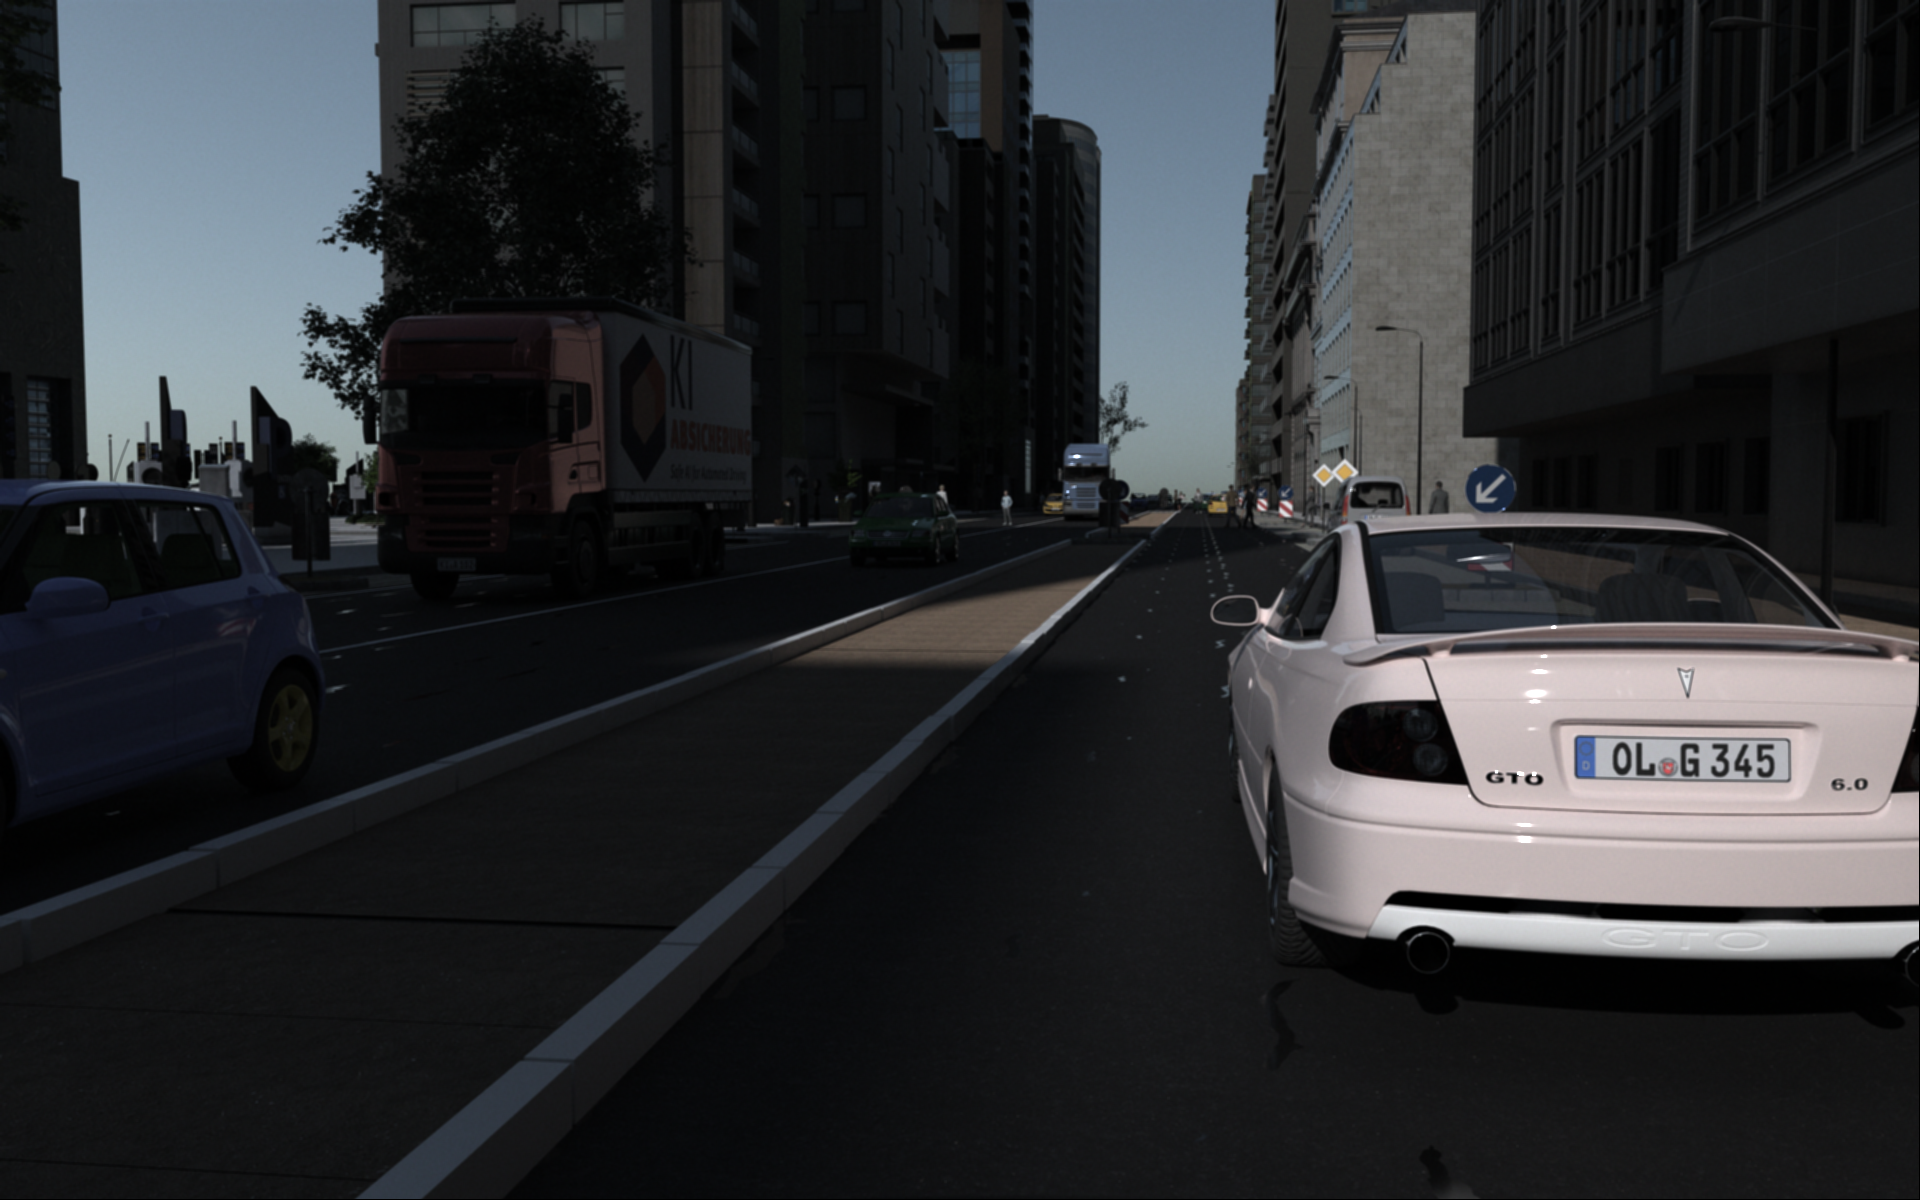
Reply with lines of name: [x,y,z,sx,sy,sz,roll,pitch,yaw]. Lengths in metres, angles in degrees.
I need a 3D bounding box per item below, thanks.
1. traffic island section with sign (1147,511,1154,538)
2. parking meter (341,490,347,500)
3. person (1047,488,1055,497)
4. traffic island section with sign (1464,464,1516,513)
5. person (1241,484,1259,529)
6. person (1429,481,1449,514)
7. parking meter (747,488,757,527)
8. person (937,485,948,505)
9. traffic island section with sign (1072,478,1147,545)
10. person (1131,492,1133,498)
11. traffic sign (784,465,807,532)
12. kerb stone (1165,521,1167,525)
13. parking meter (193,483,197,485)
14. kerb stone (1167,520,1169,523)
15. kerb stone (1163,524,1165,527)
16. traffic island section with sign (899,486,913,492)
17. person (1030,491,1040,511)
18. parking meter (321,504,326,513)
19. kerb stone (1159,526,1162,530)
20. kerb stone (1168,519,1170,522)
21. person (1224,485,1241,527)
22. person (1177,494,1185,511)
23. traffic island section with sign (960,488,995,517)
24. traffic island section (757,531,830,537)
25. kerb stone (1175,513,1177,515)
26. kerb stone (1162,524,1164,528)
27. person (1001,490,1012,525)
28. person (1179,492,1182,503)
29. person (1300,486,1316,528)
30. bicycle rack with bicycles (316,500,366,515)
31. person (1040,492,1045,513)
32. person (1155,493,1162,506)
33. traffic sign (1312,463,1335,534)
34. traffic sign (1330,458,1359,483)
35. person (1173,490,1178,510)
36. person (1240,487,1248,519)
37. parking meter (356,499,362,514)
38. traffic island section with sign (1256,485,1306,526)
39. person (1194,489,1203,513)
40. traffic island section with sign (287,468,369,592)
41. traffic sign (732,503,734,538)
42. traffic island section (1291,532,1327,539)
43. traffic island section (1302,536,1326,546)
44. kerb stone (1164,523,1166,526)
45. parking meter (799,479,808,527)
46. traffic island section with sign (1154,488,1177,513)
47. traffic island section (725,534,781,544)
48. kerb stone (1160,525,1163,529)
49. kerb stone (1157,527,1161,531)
traffic island section with sign: [5.265,-2.984,56.917,2.006,1.907,1.989,0,4,8]
parking meter: [-40.999,-6.541,115.362,0.372,1.533,0.369,0,3,0]
person: [6.552,-7.052,123.894,0.679,1.850,0.850,1,4,18]
traffic island section with sign: [7.061,-0.932,23.866,1.989,1.847,2.006,0,4,8]
person: [12.025,-3.867,71.500,0.755,1.850,0.659,0,4,-4]
person: [14.159,-2.605,51.194,0.694,1.812,0.767,-1,4,-19]
parking meter: [-8.036,-3.572,66.818,0.372,1.533,0.369,0,3,0]
person: [-0.798,-4.226,77.479,0.514,1.842,0.818,0,3,0]
traffic island section with sign: [4.249,-2.535,49.580,2.006,1.907,1.989,0,4,8]
person: [28.632,-17.027,287.804,0.541,1.710,0.530,0,4,6]
traffic sign: [-5.562,-3.366,58.681,0.795,2.450,0.064,0,4,8]
kerb stone: [8.813,-3.238,75.140,0.120,0.150,1.000,0,4,8]
parking meter: [-39.567,-5.141,89.761,0.399,1.863,0.255,0,4,-1]
kerb stone: [9.235,-3.424,78.180,0.120,0.150,1.000,0,4,8]
kerb stone: [7.986,-2.865,69.050,0.120,0.150,1.000,0,4,8]
traffic island section with sign: [-2.553,-4.416,80.825,1.989,1.847,2.006,0,4,8]
person: [6.419,-8.461,147.539,0.721,1.736,1.217,-3,5,-41]
parking meter: [-28.082,-4.312,76.209,0.255,1.863,0.399,-2,4,-26]
kerb stone: [7.292,-2.555,63.977,0.120,0.150,1.000,0,4,8]
kerb stone: [9.659,-3.610,81.216,0.120,0.150,1.000,0,4,8]
person: [11.740,-4.039,74.448,0.836,1.842,0.656,3,4,38]
person: [19.125,-8.426,149.447,0.628,1.438,0.799,2,4,34]
traffic island section with sign: [1.111,-6.049,107.531,1.989,1.847,2.006,0,4,8]
traffic island section: [-5.586,-2.230,58.746,2.009,0.180,2.903,0,4,8]
kerb stone: [12.989,-5.100,105.579,0.120,0.150,1.000,0,4,8]
kerb stone: [7.847,-2.801,68.038,0.120,0.150,1.000,0,4,8]
person: [2.156,-4.292,80.486,0.589,1.601,0.330,3,4,39]
person: [26.982,-12.433,212.500,0.721,1.743,1.217,0,4,1]
person: [14.662,-3.925,72.942,0.573,1.790,0.520,2,4,34]
bicycle rack with bicycles: [-37.915,-5.700,106.575,2.925,0.926,2.852,0,4,5]
person: [6.088,-7.231,128.542,0.330,1.601,0.589,-2,4,-28]
person: [24.121,-12.215,208.230,1.348,1.821,0.705,0,4,1]
traffic sign: [11.818,-3.220,56.287,0.795,2.450,0.064,0,4,8]
traffic sign: [10.733,-2.736,48.376,0.795,2.450,0.064,0,4,8]
person: [19.088,-8.863,153.415,0.705,1.823,1.348,0,4,-6]
person: [16.056,-5.423,97.261,0.616,1.811,0.778,3,5,42]
parking meter: [-29.903,-4.749,86.064,0.372,1.533,0.369,0,3,0]
traffic island section with sign: [14.392,-4.200,77.299,1.989,1.847,2.006,0,4,8]
person: [17.679,-7.342,128.382,0.661,1.843,0.795,1,4,15]
traffic island section with sign: [-10.063,-1.066,26.055,1.989,1.847,2.006,0,4,8]
traffic sign: [-6.646,-2.882,50.769,0.795,2.450,0.064,0,4,8]
traffic island section: [11.842,-2.084,56.361,2.009,0.180,2.903,0,4,8]
traffic island section: [10.758,-1.601,48.450,2.009,0.180,2.903,0,4,8]
kerb stone: [8.269,-2.990,71.074,0.120,0.150,1.000,0,4,8]
parking meter: [-6.002,-3.722,66.565,0.255,1.863,0.399,1,4,9]
traffic island section with sign: [15.459,-7.537,131.364,2.006,1.907,1.989,0,4,8]
traffic island section: [-6.671,-1.746,50.834,2.009,0.180,2.903,0,4,8]
kerb stone: [7.436,-2.618,64.998,0.120,0.150,1.000,0,4,8]
kerb stone: [7.012,-2.431,61.949,0.120,0.150,1.000,0,4,8]
